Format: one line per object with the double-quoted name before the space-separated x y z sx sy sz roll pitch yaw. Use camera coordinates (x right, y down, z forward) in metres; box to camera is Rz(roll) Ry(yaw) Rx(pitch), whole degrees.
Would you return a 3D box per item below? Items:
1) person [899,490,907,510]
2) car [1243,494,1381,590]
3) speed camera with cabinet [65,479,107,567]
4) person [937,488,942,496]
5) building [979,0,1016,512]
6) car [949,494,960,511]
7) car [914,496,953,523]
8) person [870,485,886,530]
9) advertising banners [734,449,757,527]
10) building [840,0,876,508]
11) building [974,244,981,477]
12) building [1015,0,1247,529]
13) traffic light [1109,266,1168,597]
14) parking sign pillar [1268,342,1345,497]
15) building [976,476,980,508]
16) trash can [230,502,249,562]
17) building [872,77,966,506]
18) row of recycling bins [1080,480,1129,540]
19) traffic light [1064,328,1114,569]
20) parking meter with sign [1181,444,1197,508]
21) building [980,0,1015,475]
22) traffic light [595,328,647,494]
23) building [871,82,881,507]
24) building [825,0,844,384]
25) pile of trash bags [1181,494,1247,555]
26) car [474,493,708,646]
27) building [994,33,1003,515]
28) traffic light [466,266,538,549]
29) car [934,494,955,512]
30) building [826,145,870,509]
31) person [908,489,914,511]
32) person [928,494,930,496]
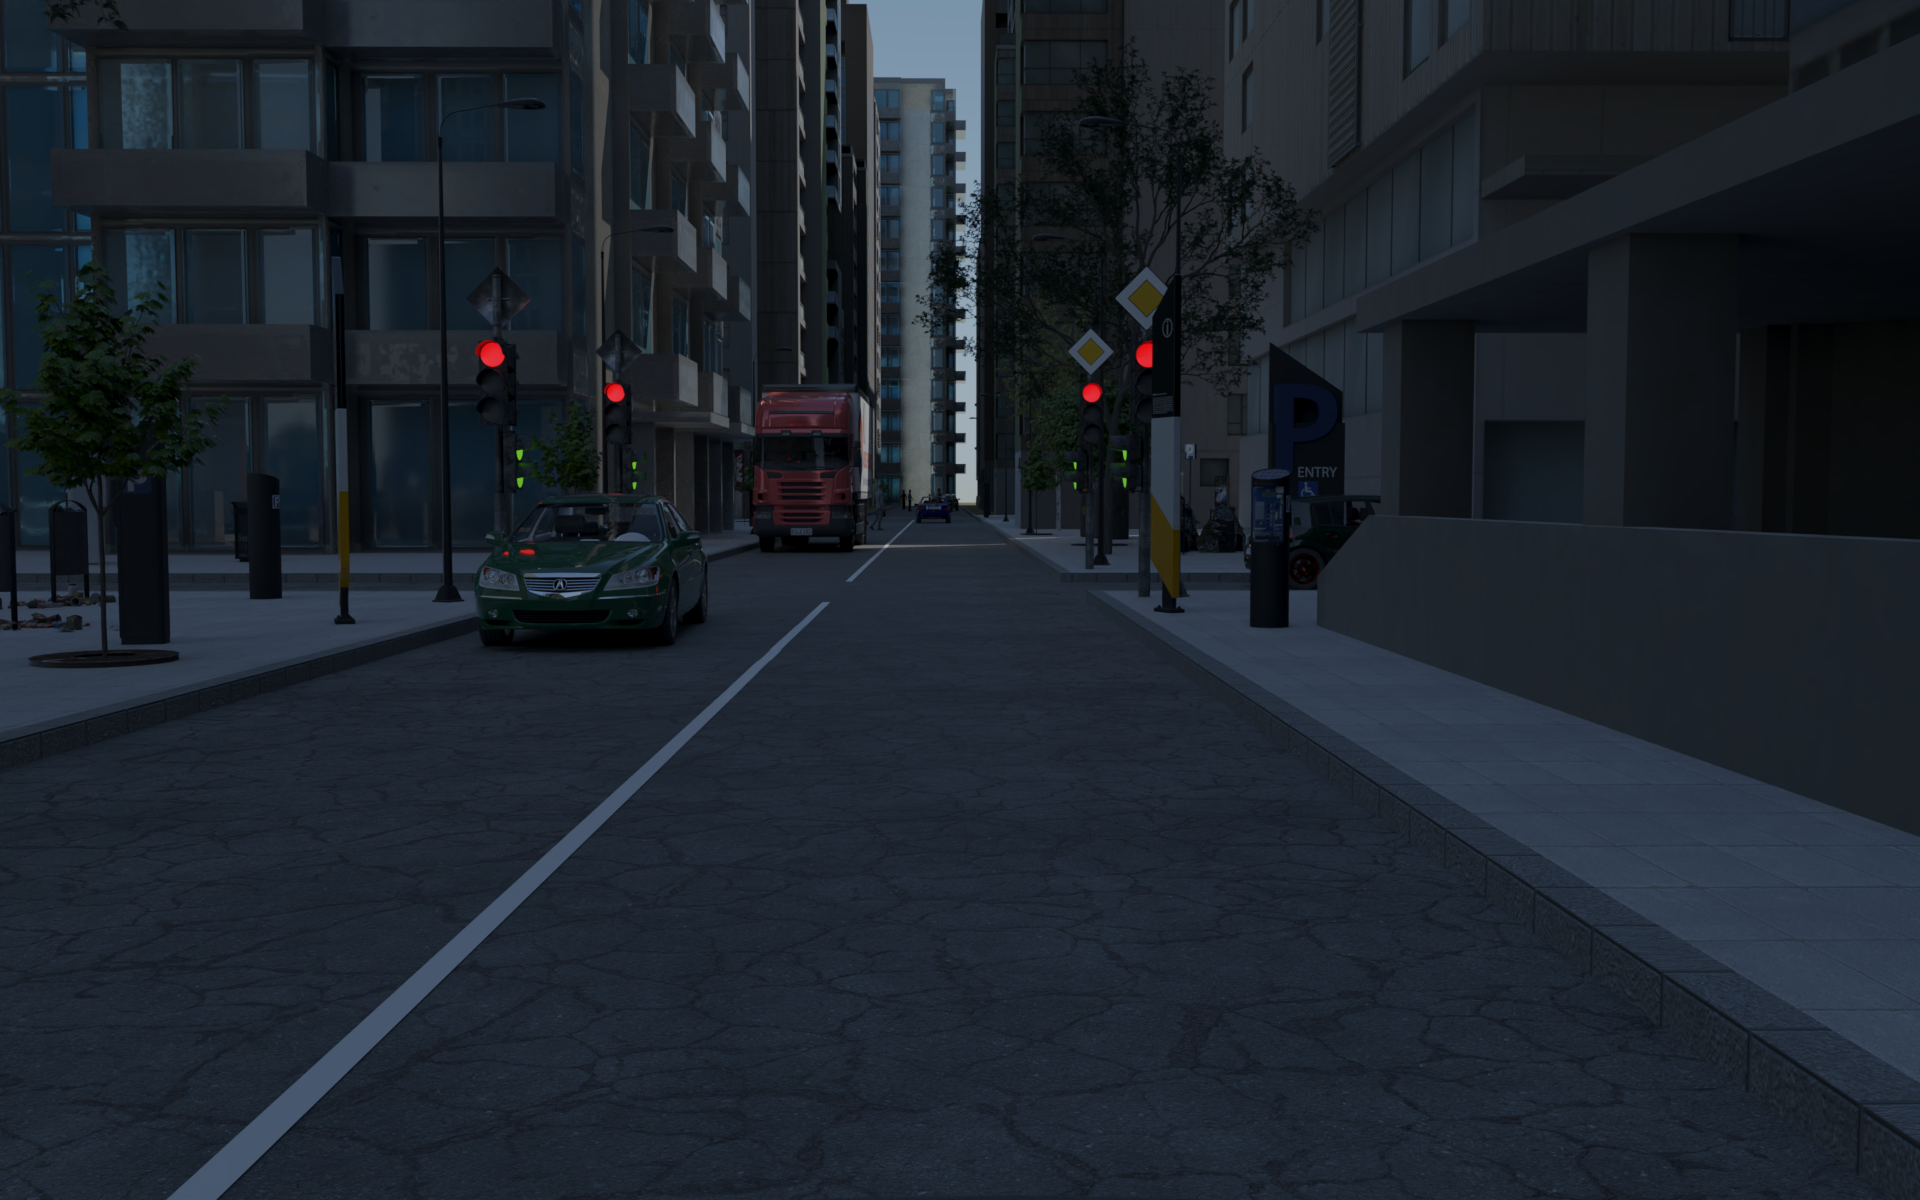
"person" -5.193 -9.213 159.091 0.705 1.831 1.348 -2 4 -34
"car" 6.477 -1.024 26.530 4.222 1.686 2.009 0 4 -1
"speed camera with cabinet" -15.728 -2.251 31.139 0.660 3.252 2.038 -2 4 -30
"person" -1.375 -6.282 111.304 0.705 1.812 1.348 -1 4 -8
"building" 11.963 -42.288 129.653 20.563 71.187 20.611 0 4 -1
"car" -1.025 -8.365 148.568 2.131 1.459 4.920 0 4 0
"car" -1.316 -4.499 86.142 1.945 1.354 3.894 0 4 -1
"person" -3.177 -3.679 68.780 0.853 1.813 0.709 -3 5 -39
"advertising banners" -8.103 -4.415 68.378 2.074 3.025 0.090 -3 5 -44
"building" -14.979 -31.001 156.978 14.600 45.320 14.200 0 4 -1
"building" 8.816 -25.935 195.740 14.107 30.474 14.160 0 4 -1
"building" 9.165 -18.208 69.409 14.160 30.474 14.107 0 4 -1
"traffic light" 2.282 -1.993 21.509 0.839 4.253 0.868 0 4 -1
"parking sign pillar" 6.149 -2.586 30.760 1.447 3.967 1.447 0 4 2
"building" 17.784 -29.132 168.191 32.217 40.220 23.993 0 4 -1
"trash can" -13.410 -1.293 32.788 0.748 1.137 0.748 0 3 0
"building" -14.607 -35.436 198.992 30.456 49.044 23.786 0 4 -1
"row of recycling bins" 4.226 -2.645 50.364 1.069 1.692 3.534 0 4 -6
"traffic light" 2.197 -2.482 29.494 0.839 4.253 0.868 0 4 -1
"parking meter with sign" 7.276 -3.871 59.558 1.738 3.016 0.543 -2 4 -32
"building" 8.824 -30.486 148.563 14.600 45.320 14.200 0 4 -1
"traffic light" -5.763 -2.475 29.394 0.839 4.253 0.868 0 4 -1
"building" -14.961 -29.912 172.650 14.086 41.232 14.154 0 4 -1
"building" -18.065 -49.261 118.086 22.319 86.520 31.000 0 4 -1
"pile of trash bags" 5.112 -1.730 38.031 1.912 1.369 3.447 2 4 24
"car" -3.681 -0.372 17.885 2.131 1.459 4.920 0 4 -2
"building" 9.176 -20.852 112.625 14.160 30.474 14.107 0 4 -1
"traffic light" -5.679 -1.987 21.409 0.839 4.253 0.868 0 4 -1
"car" -1.487 -7.883 140.687 2.131 1.459 4.920 0 4 0
"building" -14.824 -22.713 143.051 14.160 30.474 14.107 0 4 -1
"person" -4.147 -8.305 144.269 0.705 1.826 1.348 1 4 14
"person" -2.824 -9.007 159.025 0.557 1.426 1.065 0 4 -2
